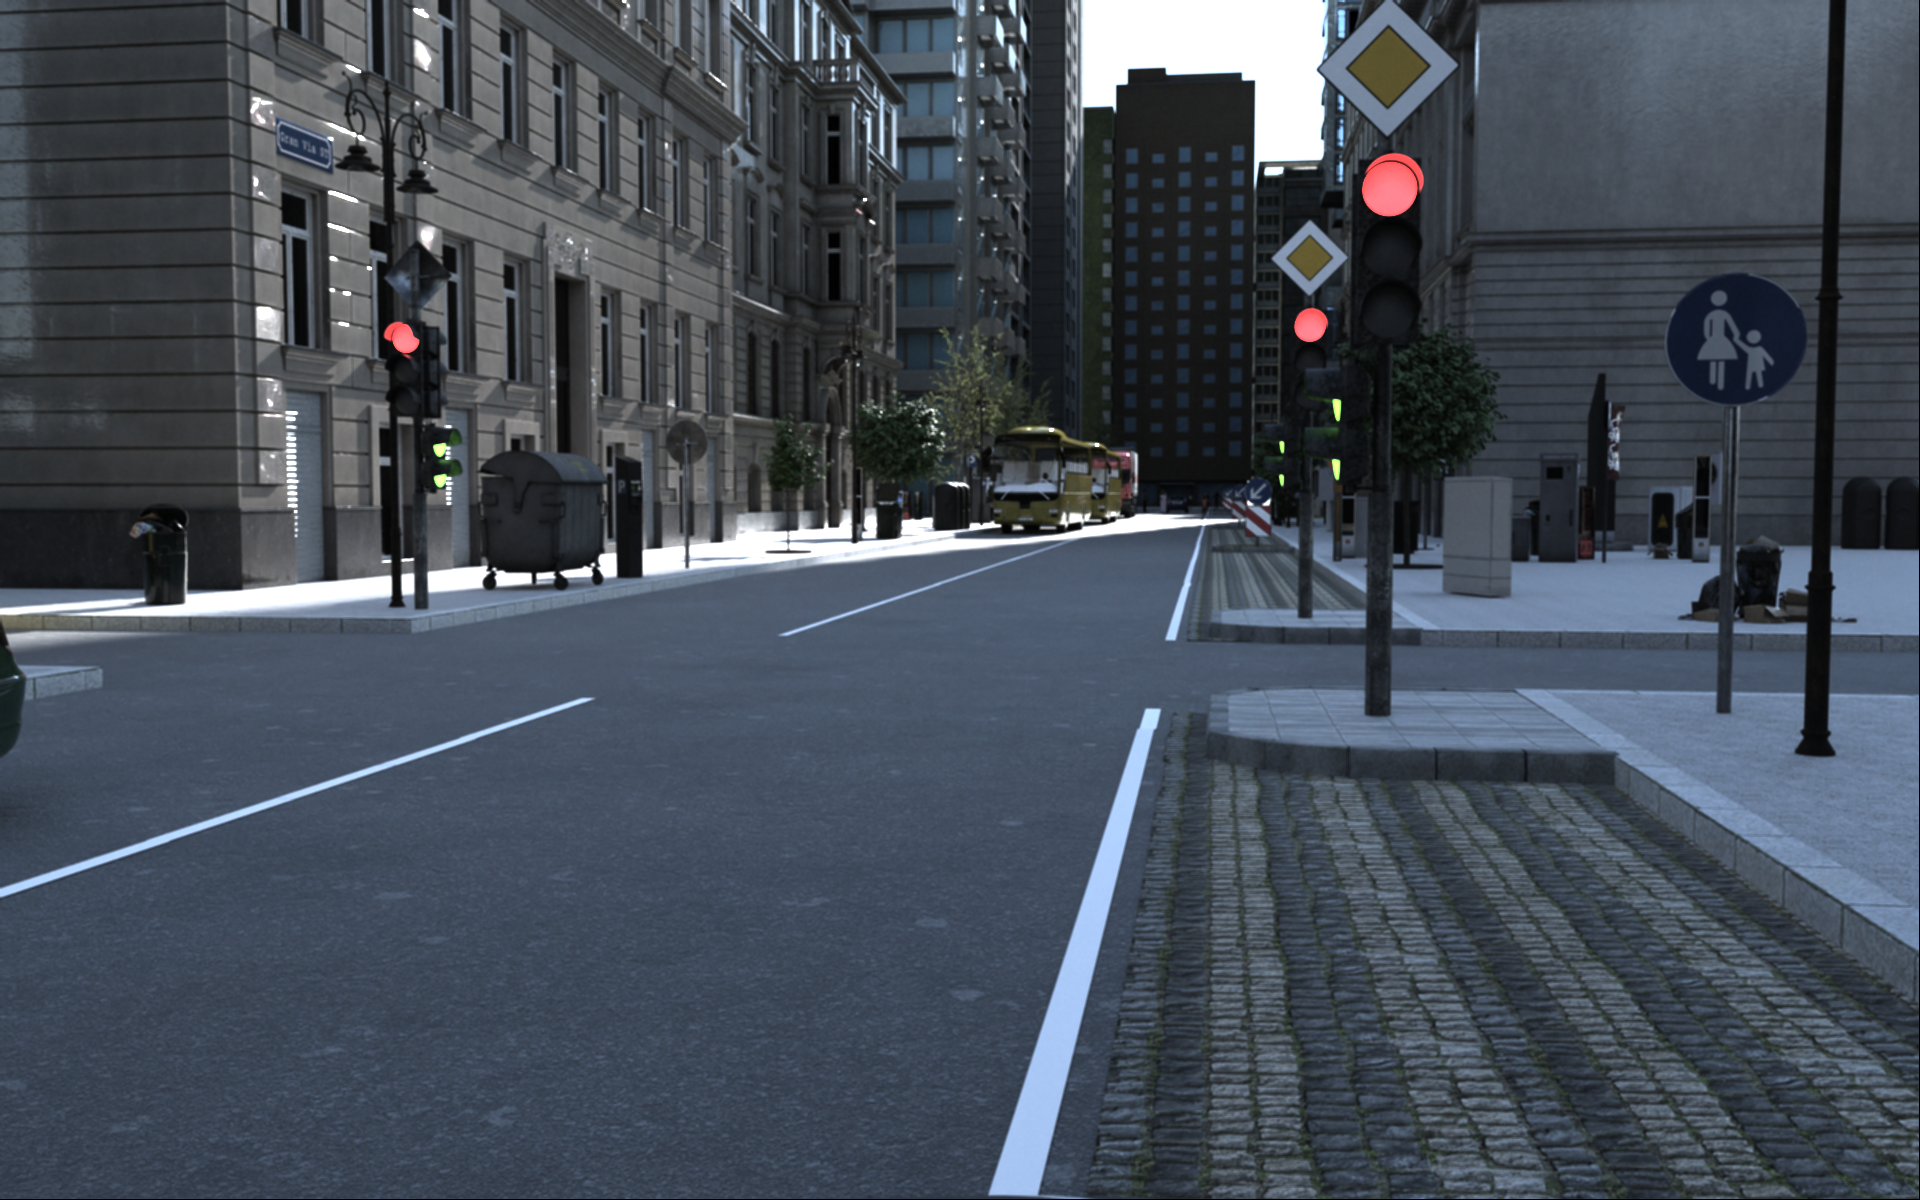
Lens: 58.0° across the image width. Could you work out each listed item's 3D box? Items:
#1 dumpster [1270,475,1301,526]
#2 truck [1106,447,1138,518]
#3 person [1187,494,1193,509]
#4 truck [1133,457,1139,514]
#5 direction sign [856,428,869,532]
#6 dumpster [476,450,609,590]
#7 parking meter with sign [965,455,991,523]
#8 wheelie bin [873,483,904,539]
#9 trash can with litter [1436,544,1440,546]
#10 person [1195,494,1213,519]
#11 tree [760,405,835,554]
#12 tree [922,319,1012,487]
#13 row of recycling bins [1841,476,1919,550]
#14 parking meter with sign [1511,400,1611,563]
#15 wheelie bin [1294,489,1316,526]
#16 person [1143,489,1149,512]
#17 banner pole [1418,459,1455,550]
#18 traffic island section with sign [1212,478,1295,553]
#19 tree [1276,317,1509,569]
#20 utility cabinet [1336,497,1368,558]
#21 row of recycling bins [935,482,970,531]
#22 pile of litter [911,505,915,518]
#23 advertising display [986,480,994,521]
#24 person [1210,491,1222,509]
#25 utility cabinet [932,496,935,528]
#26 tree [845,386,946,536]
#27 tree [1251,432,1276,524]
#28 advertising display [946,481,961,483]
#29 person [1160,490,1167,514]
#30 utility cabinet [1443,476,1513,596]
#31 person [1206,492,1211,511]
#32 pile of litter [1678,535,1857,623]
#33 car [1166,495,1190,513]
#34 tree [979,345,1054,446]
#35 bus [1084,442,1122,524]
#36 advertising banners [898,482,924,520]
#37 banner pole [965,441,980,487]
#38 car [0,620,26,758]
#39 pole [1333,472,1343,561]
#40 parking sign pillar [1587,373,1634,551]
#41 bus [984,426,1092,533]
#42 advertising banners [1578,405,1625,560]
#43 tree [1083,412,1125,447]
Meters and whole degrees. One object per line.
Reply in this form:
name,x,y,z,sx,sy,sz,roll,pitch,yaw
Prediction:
dumpster,13.372,-4.147,70.293,1.502,2.255,1.985,1,4,8
truck,9.466,-7.168,106.111,2.839,4.237,11.283,0,4,8
person,20.865,-8.879,156.867,0.799,1.438,0.628,2,4,28
truck,11.314,-8.212,123.187,2.839,4.237,11.283,0,4,7
direction sign,-3.274,-4.081,58.720,0.379,3.537,0.876,-3,4,-36
dumpster,-5.718,-1.102,23.772,1.264,1.857,1.865,1,4,8
parking meter with sign,0.837,-4.947,77.139,0.543,3.016,1.738,-2,4,-26
wheelie bin,-2.025,-2.541,49.459,0.980,1.594,0.693,1,4,18
trash can with litter,12.506,-1.915,42.365,1.678,1.210,2.233,0,4,7
person,13.794,-5.257,97.718,1.065,1.426,0.557,2,4,24
tree,-3.759,-2.626,37.542,1.663,3.219,1.824,0,3,0
tree,0.182,-7.530,73.476,4.360,8.622,3.978,0,3,0
row of recycling bins,22.343,-2.010,39.980,3.534,1.692,1.069,1,4,23
parking meter with sign,11.302,-2.226,32.662,1.738,3.016,0.543,2,4,25
wheelie bin,13.629,-3.710,68.569,0.693,1.594,0.980,3,4,36
person,14.613,-7.832,136.555,0.705,1.823,1.348,2,4,23
banner pole,10.951,-3.043,39.769,0.863,3.779,0.401,1,4,15
traffic island section with sign,7.233,-2.089,42.778,1.989,1.847,2.006,1,4,8
tree,7.822,-2.848,30.272,4.285,4.588,4.351,0,3,0
utility cabinet,8.086,-1.452,34.895,1.020,1.237,0.306,0,4,7
row of recycling bins,-0.218,-3.389,62.521,1.069,1.692,3.534,1,4,9
pile of litter,-2.498,-4.751,91.642,1.176,0.858,1.719,2,4,31
advertising display,1.470,-4.678,81.693,0.974,1.923,0.123,-2,4,-35
person,23.661,-9.233,159.982,1.217,1.766,0.721,-2,4,-26
utility cabinet,-0.532,-3.359,66.075,1.020,1.237,0.306,1,4,22
tree,-1.909,-4.239,53.017,4.285,4.588,4.351,0,3,0
tree,14.097,-5.600,75.279,4.285,4.588,4.351,0,3,0
advertising display,-0.351,-5.029,87.431,0.974,1.923,0.123,3,5,42
person,14.710,-7.107,125.375,0.551,1.740,0.621,0,4,-7
utility cabinet,6.550,-0.809,21.914,0.318,1.500,1.173,-1,4,-13
person,20.841,-8.288,145.481,0.415,1.643,0.593,0,4,8
pile of litter,8.233,-0.222,17.597,1.719,0.858,1.176,1,4,22
car,16.495,-7.281,131.622,1.945,1.354,3.894,0,4,6
tree,2.544,-8.325,86.468,4.737,8.622,4.395,0,3,0
bus,6.397,-5.761,85.744,2.896,3.916,12.252,1,4,8
advertising banners,-2.611,-5.468,85.589,2.074,3.025,0.090,3,5,40
banner pole,0.508,-5.448,79.086,0.863,3.779,0.401,0,4,6
car,-5.261,0.378,5.618,2.131,1.459,4.920,0,4,8
pole,7.213,-2.395,32.995,0.158,3.312,0.155,0,3,0
parking sign pillar,14.584,-3.113,39.371,1.447,3.967,1.447,1,4,11
bus,3.258,-4.590,66.601,2.896,3.916,12.252,1,4,10
advertising banners,12.221,-2.304,33.857,2.074,3.025,0.090,-2,4,-26
tree,12.795,-12.363,152.501,4.737,8.622,4.395,0,3,0
